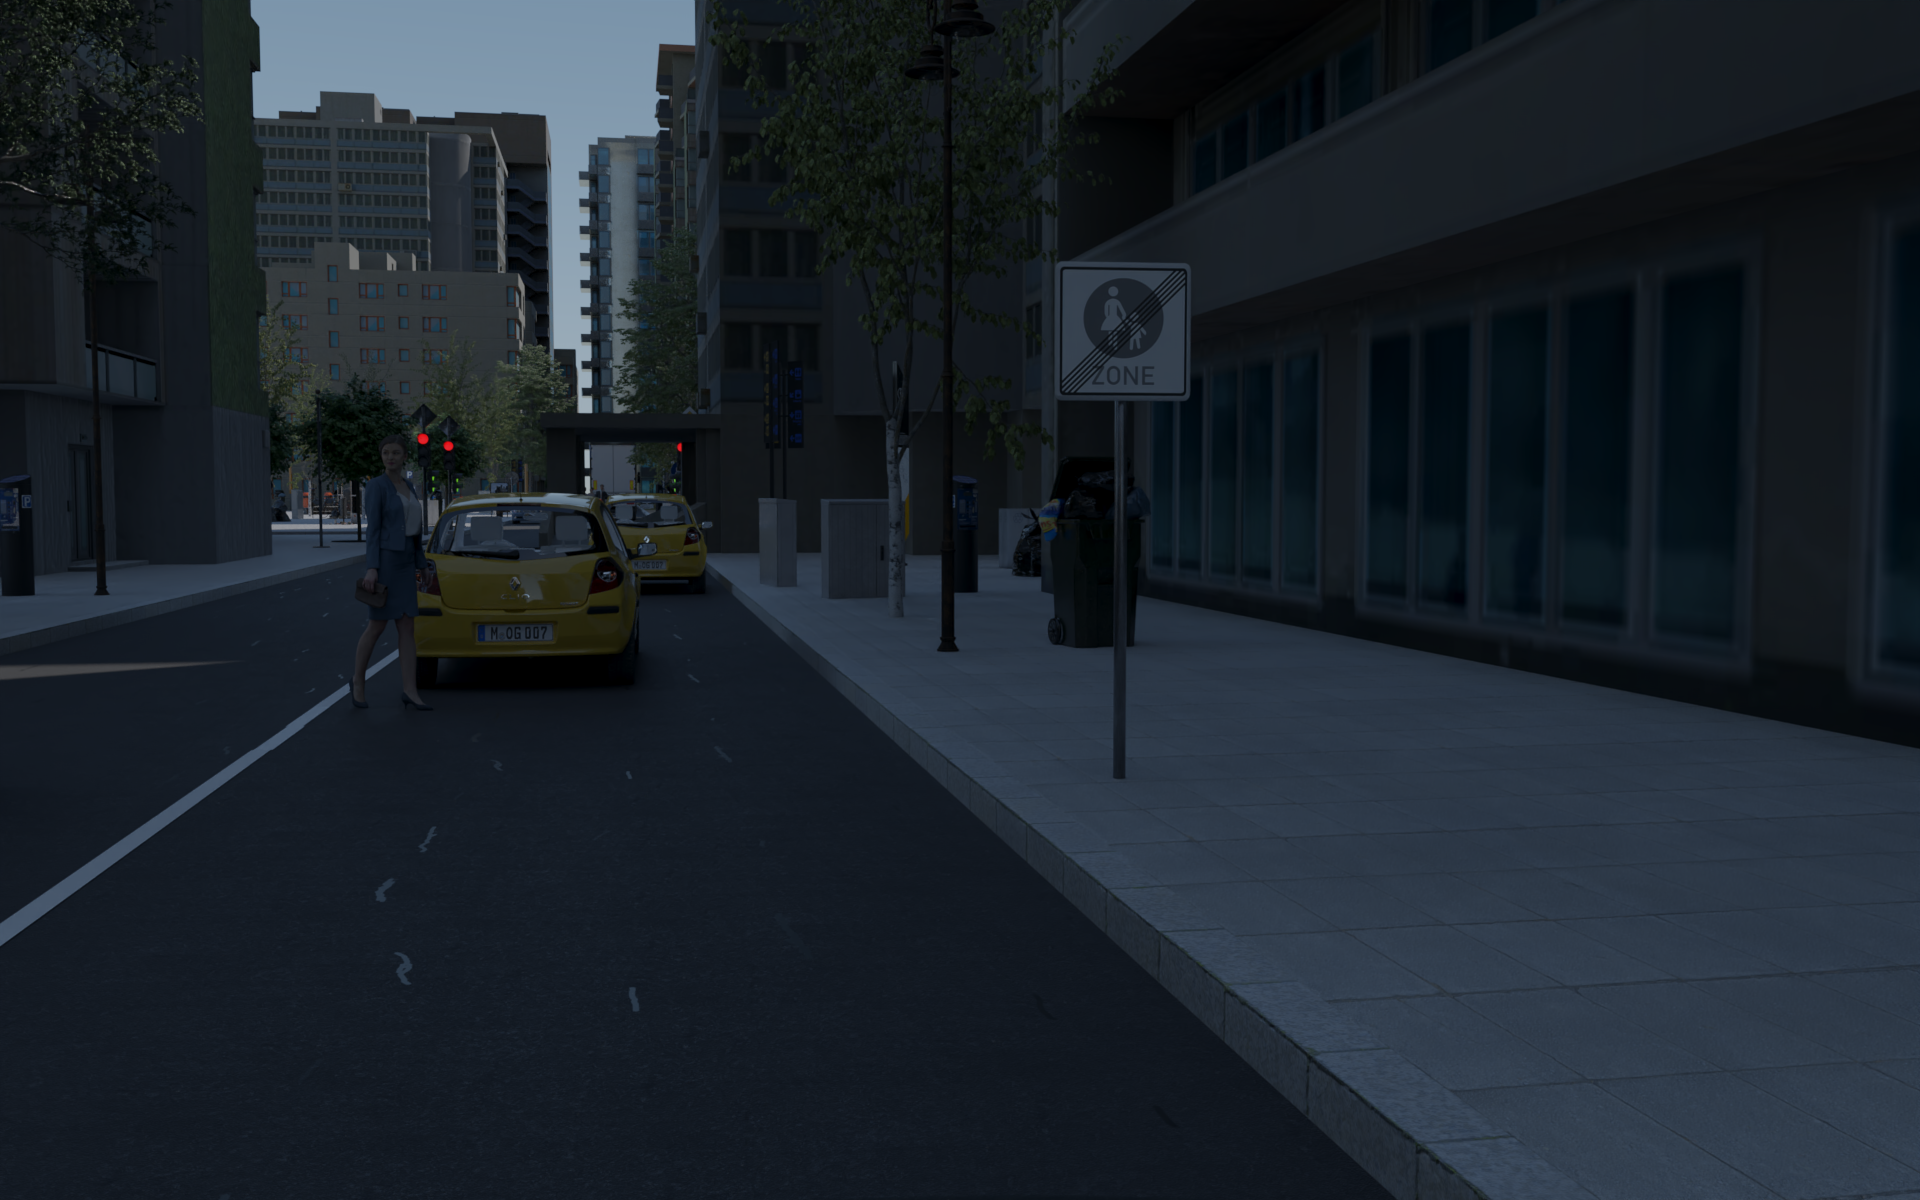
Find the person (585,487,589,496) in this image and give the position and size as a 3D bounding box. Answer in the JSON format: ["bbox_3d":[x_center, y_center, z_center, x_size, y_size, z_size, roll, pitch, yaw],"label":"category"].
[{"bbox_3d":[-15.415,-3.843,72.002,0.598,1.740,0.731,1,4,18],"label":"person"}]

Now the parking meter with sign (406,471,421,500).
[{"bbox_3d":[-41.468,-8.313,132.185,0.543,3.016,1.738,1,4,17],"label":"parking meter with sign"}]

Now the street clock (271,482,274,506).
[{"bbox_3d":[-37.737,-5.510,94.653,0.471,2.002,0.358,0,4,-8],"label":"street clock"}]

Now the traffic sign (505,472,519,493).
[{"bbox_3d":[-25.290,-5.974,97.776,0.768,2.556,0.104,0,4,-5],"label":"traffic sign"}]

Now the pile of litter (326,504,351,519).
[{"bbox_3d":[-32.018,-4.652,90.027,1.719,0.858,1.176,-1,4,-17],"label":"pile of litter"}]

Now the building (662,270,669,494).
[{"bbox_3d":[-25.803,-25.651,191.101,14.160,30.474,14.107,-1,4,-11],"label":"building"}]

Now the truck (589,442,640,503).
[{"bbox_3d":[-19.296,-6.597,96.776,2.839,4.237,11.283,-1,4,-11],"label":"truck"}]

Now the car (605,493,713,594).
[{"bbox_3d":[-4.737,-0.978,26.210,2.015,1.641,3.980,-1,4,-10],"label":"car"}]

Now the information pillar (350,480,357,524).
[{"bbox_3d":[-26.066,-4.284,74.543,0.304,2.012,0.304,-1,4,-23],"label":"information pillar"}]

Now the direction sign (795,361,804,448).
[{"bbox_3d":[-3.008,-2.308,29.726,0.876,3.537,0.379,3,4,37],"label":"direction sign"}]

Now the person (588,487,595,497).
[{"bbox_3d":[-19.070,-4.921,89.305,0.599,1.781,0.374,0,4,-5],"label":"person"}]

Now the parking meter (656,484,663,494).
[{"bbox_3d":[-17.990,-5.990,103.639,0.255,1.863,0.399,3,5,40],"label":"parking meter"}]

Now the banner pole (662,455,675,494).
[{"bbox_3d":[-18.178,-7.252,108.582,0.863,3.779,0.401,2,4,31],"label":"banner pole"}]

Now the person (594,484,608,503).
[{"bbox_3d":[-17.347,-4.641,83.738,0.474,1.900,0.648,3,4,39],"label":"person"}]

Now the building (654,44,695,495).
[{"bbox_3d":[-18.518,-31.535,170.229,22.147,44.769,28.867,-1,4,-11],"label":"building"}]

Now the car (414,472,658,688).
[{"bbox_3d":[-3.522,-0.251,14.322,2.015,1.641,3.980,-1,4,-10],"label":"car"}]

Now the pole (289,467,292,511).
[{"bbox_3d":[-50.343,-8.347,130.322,0.158,3.312,0.155,0,3,0],"label":"pole"}]

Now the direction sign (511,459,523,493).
[{"bbox_3d":[-29.063,-7.441,113.665,0.379,3.537,0.876,3,4,37],"label":"direction sign"}]

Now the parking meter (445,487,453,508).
[{"bbox_3d":[-22.052,-4.222,74.733,0.255,1.863,0.399,0,4,3],"label":"parking meter"}]

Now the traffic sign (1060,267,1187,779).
[{"bbox_3d":[0.718,-0.343,7.746,0.606,2.300,0.079,0,4,-7],"label":"traffic sign"}]

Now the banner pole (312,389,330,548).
[{"bbox_3d":[-15.205,-3.129,41.179,0.401,3.779,0.863,-2,4,-25],"label":"banner pole"}]

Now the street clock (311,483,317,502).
[{"bbox_3d":[-43.315,-6.815,116.000,0.471,2.002,0.358,0,4,5],"label":"street clock"}]

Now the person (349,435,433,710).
[{"bbox_3d":[-3.796,-0.184,11.540,0.654,1.822,0.581,3,4,37],"label":"person"}]

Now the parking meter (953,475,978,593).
[{"bbox_3d":[0.051,-0.867,22.593,0.372,1.533,0.369,0,3,0],"label":"parking meter"}]

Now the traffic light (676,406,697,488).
[{"bbox_3d":[-8.631,-4.059,55.290,0.839,4.253,0.868,-1,4,-11],"label":"traffic light"}]

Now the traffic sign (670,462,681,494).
[{"bbox_3d":[-10.900,-4.127,67.589,0.768,2.556,0.104,0,4,-8],"label":"traffic sign"}]

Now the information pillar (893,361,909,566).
[{"bbox_3d":[-1.059,-2.418,30.887,0.183,3.616,0.504,2,4,25],"label":"information pillar"}]

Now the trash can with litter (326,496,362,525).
[{"bbox_3d":[-25.963,-3.766,72.624,1.678,1.210,2.233,-1,4,-20],"label":"trash can with litter"}]

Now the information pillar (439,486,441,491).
[{"bbox_3d":[-26.872,-5.172,89.047,0.304,2.012,0.304,-2,4,-26],"label":"information pillar"}]

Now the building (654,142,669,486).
[{"bbox_3d":[-28.954,-31.891,205.019,14.154,41.232,14.086,-1,4,-11],"label":"building"}]

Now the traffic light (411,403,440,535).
[{"bbox_3d":[-16.590,-3.964,53.729,0.839,4.253,0.868,-1,4,-11],"label":"traffic light"}]

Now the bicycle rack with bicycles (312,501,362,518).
[{"bbox_3d":[-33.249,-4.875,93.087,2.852,0.926,2.925,2,4,32],"label":"bicycle rack with bicycles"}]

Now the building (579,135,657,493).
[{"bbox_3d":[-35.231,-37.480,232.412,30.456,49.044,23.786,-1,4,-11],"label":"building"}]

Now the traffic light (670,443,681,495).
[{"bbox_3d":[-10.158,-4.539,63.128,0.839,4.253,0.868,-1,4,-11],"label":"traffic light"}]

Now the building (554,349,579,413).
[{"bbox_3d":[-65.451,-23.479,228.919,28.899,21.520,27.650,-1,4,-11],"label":"building"}]

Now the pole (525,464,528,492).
[{"bbox_3d":[-29.326,-7.544,117.193,0.158,3.312,0.155,0,3,0],"label":"pole"}]

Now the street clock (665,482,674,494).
[{"bbox_3d":[-17.050,-5.945,101.772,0.471,2.002,0.358,-2,4,-35],"label":"street clock"}]

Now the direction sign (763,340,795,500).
[{"bbox_3d":[-2.820,-2.078,25.971,0.379,3.537,0.876,-1,4,-20],"label":"direction sign"}]

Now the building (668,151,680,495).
[{"bbox_3d":[-17.422,-23.055,148.653,14.160,30.474,14.107,-1,4,-11],"label":"building"}]

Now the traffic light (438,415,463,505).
[{"bbox_3d":[-18.117,-4.443,61.567,0.839,4.253,0.868,-1,4,-11],"label":"traffic light"}]

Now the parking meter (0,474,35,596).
[{"bbox_3d":[-11.906,-0.822,21.855,0.372,1.533,0.369,0,3,0],"label":"parking meter"}]

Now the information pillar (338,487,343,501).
[{"bbox_3d":[-45.139,-7.442,126.162,0.304,2.012,0.304,0,4,-7],"label":"information pillar"}]
